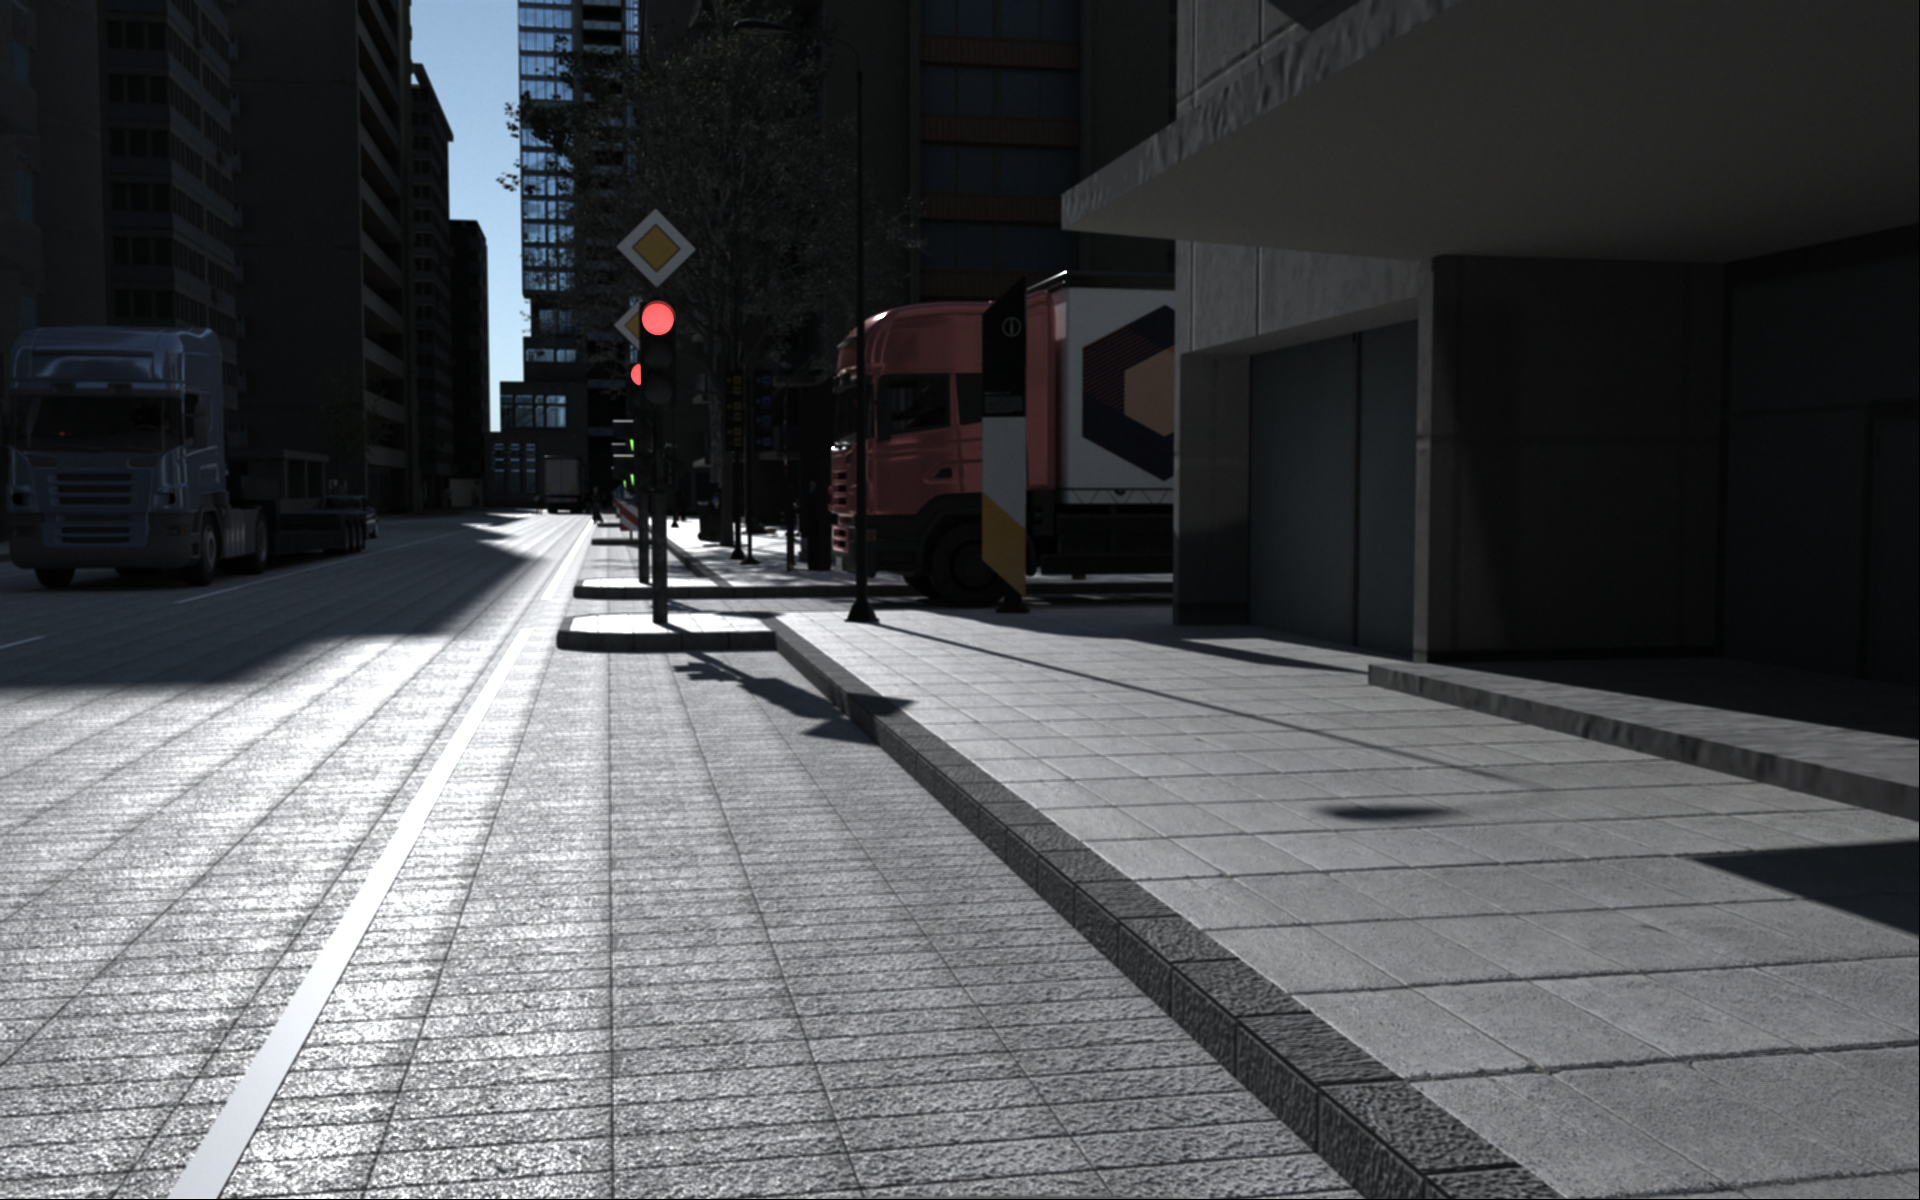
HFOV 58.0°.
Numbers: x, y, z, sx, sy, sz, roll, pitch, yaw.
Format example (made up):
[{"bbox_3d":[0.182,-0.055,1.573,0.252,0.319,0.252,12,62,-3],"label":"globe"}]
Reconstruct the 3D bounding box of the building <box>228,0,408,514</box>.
[{"bbox_3d":[-45.882,-29.374,103.969,21.300,48.544,21.600,-1,4,-11],"label":"building"}]

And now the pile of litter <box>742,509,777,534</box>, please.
[{"bbox_3d":[-6.528,-2.589,56.291,1.176,0.858,1.719,0,4,-3],"label":"pile of litter"}]

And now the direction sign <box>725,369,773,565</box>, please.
[{"bbox_3d":[-3.838,-2.418,31.538,0.876,3.537,0.379,0,4,6],"label":"direction sign"}]

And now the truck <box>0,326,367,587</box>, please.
[{"bbox_3d":[-14.213,-2.684,33.637,2.967,4.110,18.799,-1,4,-11],"label":"truck"}]

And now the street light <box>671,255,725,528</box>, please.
[{"bbox_3d":[-4.876,-3.736,33.623,1.470,5.913,1.316,-1,4,-11],"label":"street light"}]

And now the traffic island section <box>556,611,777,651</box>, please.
[{"bbox_3d":[-2.965,0.307,17.262,2.009,0.180,2.903,-1,4,-11],"label":"traffic island section"}]

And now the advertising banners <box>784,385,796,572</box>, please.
[{"bbox_3d":[-2.848,-1.997,28.837,0.090,3.025,2.074,0,4,-2],"label":"advertising banners"}]

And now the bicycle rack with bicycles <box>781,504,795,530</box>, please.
[{"bbox_3d":[-5.475,-3.061,63.434,2.852,0.926,2.925,-1,4,-8],"label":"bicycle rack with bicycles"}]

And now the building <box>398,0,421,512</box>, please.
[{"bbox_3d":[-46.624,-26.856,122.697,14.154,41.232,14.086,-1,4,-11],"label":"building"}]

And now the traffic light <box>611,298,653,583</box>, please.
[{"bbox_3d":[-4.595,-2.205,24.966,0.839,4.253,0.868,-1,4,-11],"label":"traffic light"}]

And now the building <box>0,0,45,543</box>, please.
[{"bbox_3d":[-33.131,-25.335,33.844,23.786,49.044,30.456,-1,4,-11],"label":"building"}]

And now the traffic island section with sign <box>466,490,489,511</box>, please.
[{"bbox_3d":[-41.792,-8.622,149.595,1.989,1.847,2.006,-1,4,-11],"label":"traffic island section with sign"}]

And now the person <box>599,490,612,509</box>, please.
[{"bbox_3d":[-31.996,-9.018,156.041,1.348,1.812,0.705,1,4,12],"label":"person"}]

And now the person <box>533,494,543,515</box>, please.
[{"bbox_3d":[-29.422,-6.665,120.661,0.799,1.438,0.628,0,4,3],"label":"person"}]

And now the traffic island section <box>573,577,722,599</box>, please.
[{"bbox_3d":[-4.554,-0.172,25.088,2.009,0.180,2.903,-1,4,-11],"label":"traffic island section"}]

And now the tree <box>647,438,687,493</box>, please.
[{"bbox_3d":[-16.759,-6.865,95.954,4.285,4.588,4.351,0,3,0],"label":"tree"}]

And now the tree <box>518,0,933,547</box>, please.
[{"bbox_3d":[-5.604,-8.056,42.091,12.009,13.543,11.850,0,3,0],"label":"tree"}]

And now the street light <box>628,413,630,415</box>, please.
[{"bbox_3d":[-18.198,-7.728,98.890,1.470,5.913,1.316,-1,4,-11],"label":"street light"}]

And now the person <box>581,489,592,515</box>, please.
[{"bbox_3d":[-26.088,-6.913,121.543,0.705,1.822,1.348,3,4,37],"label":"person"}]

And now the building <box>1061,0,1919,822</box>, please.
[{"bbox_3d":[15.379,-25.470,5.666,28.713,52.752,27.495,-1,4,-11],"label":"building"}]

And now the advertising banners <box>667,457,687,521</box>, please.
[{"bbox_3d":[-13.545,-5.298,82.808,0.090,3.025,2.074,1,4,15],"label":"advertising banners"}]

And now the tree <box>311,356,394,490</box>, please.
[{"bbox_3d":[-33.094,-8.761,93.600,4.737,8.622,4.395,0,3,0],"label":"tree"}]

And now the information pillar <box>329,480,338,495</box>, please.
[{"bbox_3d":[-31.639,-5.077,87.502,0.304,2.012,0.304,1,4,22],"label":"information pillar"}]

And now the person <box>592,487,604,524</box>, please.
[{"bbox_3d":[-17.537,-4.568,83.613,0.576,1.772,0.534,2,4,35],"label":"person"}]

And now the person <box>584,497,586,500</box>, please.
[{"bbox_3d":[-33.212,-8.910,154.180,0.705,1.824,1.348,-2,4,-29],"label":"person"}]

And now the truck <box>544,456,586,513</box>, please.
[{"bbox_3d":[-30.621,-8.899,134.407,2.839,4.237,11.283,-1,4,-10],"label":"truck"}]

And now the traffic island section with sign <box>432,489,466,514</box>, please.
[{"bbox_3d":[-36.435,-7.006,123.175,1.989,1.847,2.006,-1,4,-11],"label":"traffic island section with sign"}]

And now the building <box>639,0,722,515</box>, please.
[{"bbox_3d":[-10.472,-30.145,116.568,21.300,48.544,21.600,-1,4,-11],"label":"building"}]

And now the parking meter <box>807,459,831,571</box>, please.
[{"bbox_3d":[-2.365,-1.425,29.013,0.255,1.863,0.399,-3,4,-38],"label":"parking meter"}]

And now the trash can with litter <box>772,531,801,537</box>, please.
[{"bbox_3d":[-4.735,-2.535,52.510,2.233,1.210,1.678,3,5,41],"label":"trash can with litter"}]

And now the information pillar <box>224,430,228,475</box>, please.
[{"bbox_3d":[-25.370,-4.185,59.782,0.183,3.616,0.504,0,4,-6],"label":"information pillar"}]

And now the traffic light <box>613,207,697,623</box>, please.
[{"bbox_3d":[-3.006,-1.726,17.140,0.839,4.253,0.868,-1,4,-11],"label":"traffic light"}]

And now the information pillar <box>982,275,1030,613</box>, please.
[{"bbox_3d":[0.491,-1.669,18.648,0.504,3.616,0.183,1,4,13],"label":"information pillar"}]

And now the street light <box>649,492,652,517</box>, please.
[{"bbox_3d":[-11.489,-5.732,66.266,1.470,5.913,1.316,-1,4,-11],"label":"street light"}]

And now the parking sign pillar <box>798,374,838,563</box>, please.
[{"bbox_3d":[-2.373,-2.721,32.956,1.447,3.967,1.447,0,4,0],"label":"parking sign pillar"}]

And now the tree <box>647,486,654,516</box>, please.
[{"bbox_3d":[-18.182,-6.552,101.730,1.663,3.219,1.824,0,3,0],"label":"tree"}]

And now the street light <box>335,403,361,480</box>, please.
[{"bbox_3d":[-31.339,-7.104,88.696,1.470,5.913,1.316,-1,4,-11],"label":"street light"}]

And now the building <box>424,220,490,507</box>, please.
[{"bbox_3d":[-57.346,-25.166,183.158,14.107,30.474,14.160,-1,4,-11],"label":"building"}]

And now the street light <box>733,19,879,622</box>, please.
[{"bbox_3d":[-1.524,-2.733,17.226,1.470,5.913,1.316,-1,4,-11],"label":"street light"}]

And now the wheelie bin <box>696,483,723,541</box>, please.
[{"bbox_3d":[-6.838,-2.439,47.779,0.693,1.594,0.980,-3,5,-42],"label":"wheelie bin"}]

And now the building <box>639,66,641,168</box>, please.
[{"bbox_3d":[-15.343,-36.628,140.868,21.231,58.520,28.212,-1,4,-11],"label":"building"}]

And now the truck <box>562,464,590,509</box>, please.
[{"bbox_3d":[-36.727,-10.731,164.360,2.839,4.237,11.283,-1,4,-11],"label":"truck"}]

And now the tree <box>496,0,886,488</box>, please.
[{"bbox_3d":[-8.931,-12.327,57.434,12.611,20.169,13.585,0,3,0],"label":"tree"}]

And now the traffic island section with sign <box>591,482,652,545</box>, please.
[{"bbox_3d":[-9.496,-2.492,49.374,1.989,1.847,2.006,-1,4,-11],"label":"traffic island section with sign"}]

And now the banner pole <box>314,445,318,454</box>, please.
[{"bbox_3d":[-32.629,-5.981,87.814,0.401,3.779,0.863,-1,4,-8],"label":"banner pole"}]

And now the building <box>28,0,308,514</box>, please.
[{"bbox_3d":[-42.985,-23.004,67.993,32.217,40.220,23.993,-1,4,-11],"label":"building"}]

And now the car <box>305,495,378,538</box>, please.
[{"bbox_3d":[-19.642,-2.631,55.025,2.014,1.417,4.499,-1,4,-10],"label":"car"}]

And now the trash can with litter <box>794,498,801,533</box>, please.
[{"bbox_3d":[-5.015,-2.778,56.805,0.624,1.170,1.055,2,4,23],"label":"trash can with litter"}]

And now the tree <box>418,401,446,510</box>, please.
[{"bbox_3d":[-42.524,-11.347,135.888,4.360,8.622,3.978,0,3,0],"label":"tree"}]

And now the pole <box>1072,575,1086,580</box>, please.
[{"bbox_3d":[1.786,-1.961,25.907,0.158,3.312,0.155,0,3,0],"label":"pole"}]

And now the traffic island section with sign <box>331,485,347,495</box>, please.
[{"bbox_3d":[-26.354,-3.969,73.521,1.989,1.847,2.006,-1,4,-11],"label":"traffic island section with sign"}]

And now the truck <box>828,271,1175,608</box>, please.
[{"bbox_3d":[3.266,-2.112,23.443,11.283,4.237,2.839,-1,4,-13],"label":"truck"}]

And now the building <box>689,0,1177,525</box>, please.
[{"bbox_3d":[-1.138,-26.054,80.606,22.147,44.769,28.867,-1,4,-11],"label":"building"}]

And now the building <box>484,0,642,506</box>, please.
[{"bbox_3d":[-36.208,-53.701,190.679,31.000,86.520,22.319,-1,4,-11],"label":"building"}]

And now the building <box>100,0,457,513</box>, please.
[{"bbox_3d":[-57.452,-28.181,152.633,23.993,40.220,32.217,-1,4,-11],"label":"building"}]
